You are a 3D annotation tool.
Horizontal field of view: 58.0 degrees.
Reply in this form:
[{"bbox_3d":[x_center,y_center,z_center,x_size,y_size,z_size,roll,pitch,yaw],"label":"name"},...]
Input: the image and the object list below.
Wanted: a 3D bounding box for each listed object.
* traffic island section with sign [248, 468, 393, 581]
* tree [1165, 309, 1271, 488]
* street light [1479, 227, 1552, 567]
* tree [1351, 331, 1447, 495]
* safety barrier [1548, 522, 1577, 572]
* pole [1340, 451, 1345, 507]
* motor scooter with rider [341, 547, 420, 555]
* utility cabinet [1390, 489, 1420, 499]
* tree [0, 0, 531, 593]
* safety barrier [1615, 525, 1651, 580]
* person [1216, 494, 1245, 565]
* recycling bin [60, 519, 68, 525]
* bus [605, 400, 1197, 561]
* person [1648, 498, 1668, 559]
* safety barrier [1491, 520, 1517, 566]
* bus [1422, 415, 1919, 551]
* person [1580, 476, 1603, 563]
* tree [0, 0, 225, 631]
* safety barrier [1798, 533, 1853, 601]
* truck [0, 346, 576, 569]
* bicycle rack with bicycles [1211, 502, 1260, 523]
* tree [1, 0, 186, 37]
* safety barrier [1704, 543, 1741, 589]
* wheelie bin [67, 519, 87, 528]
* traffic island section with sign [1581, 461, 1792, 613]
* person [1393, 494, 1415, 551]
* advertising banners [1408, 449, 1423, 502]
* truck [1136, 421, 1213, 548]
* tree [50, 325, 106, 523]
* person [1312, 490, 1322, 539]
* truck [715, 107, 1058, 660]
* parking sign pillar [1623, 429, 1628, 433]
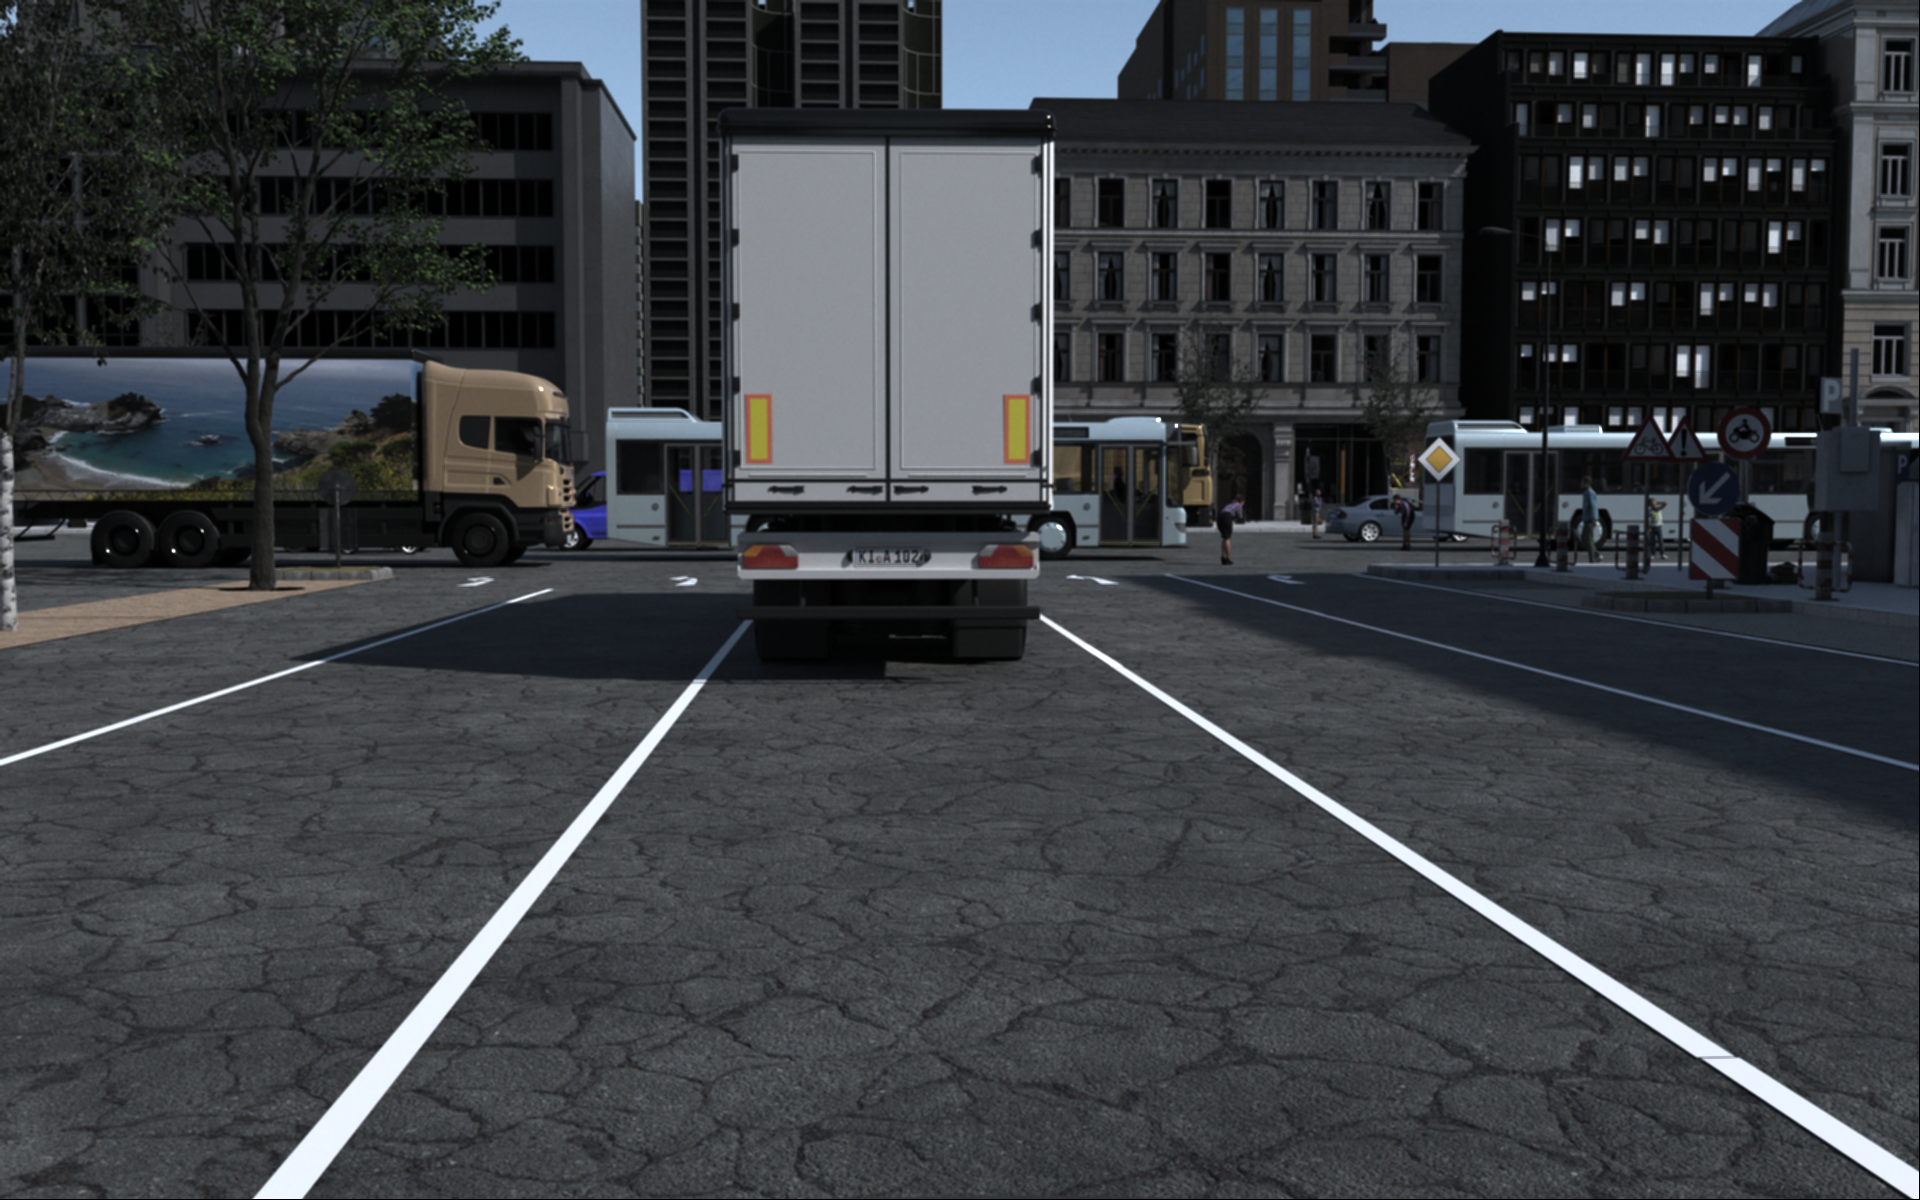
[{"bbox_3d":[-10.768,-1.304,29.462,2.006,1.907,1.989,0,4,-4],"label":"traffic island section with sign"},{"bbox_3d":[9.944,-7.240,68.740,4.360,8.622,3.978,0,3,0],"label":"tree"},{"bbox_3d":[9.739,-3.537,30.365,1.470,5.913,1.316,0,4,-4],"label":"street light"},{"bbox_3d":[19.351,-7.775,77.486,4.360,8.622,3.978,0,3,0],"label":"tree"},{"bbox_3d":[9.926,-0.873,28.545,0.300,0.817,1.120,0,4,-4],"label":"safety barrier"},{"bbox_3d":[18.013,-5.367,81.599,0.158,3.312,0.155,0,3,0],"label":"pole"},{"bbox_3d":[-13.679,-1.956,40.947,1.986,1.779,0.876,0,4,-3],"label":"motor scooter with rider"},{"bbox_3d":[18.887,-3.967,73.531,1.173,1.500,0.318,0,4,-1],"label":"utility cabinet"},{"bbox_3d":[-10.203,-5.930,25.169,9.928,11.665,9.643,0,3,0],"label":"tree"},{"bbox_3d":[10.087,-0.716,25.974,0.300,0.817,1.120,0,4,-4],"label":"safety barrier"},{"bbox_3d":[5.482,-1.428,35.075,0.697,1.427,0.421,-3,4,-37],"label":"person"},{"bbox_3d":[-36.921,-3.619,71.717,0.722,1.027,0.722,1,4,22],"label":"recycling bin"},{"bbox_3d":[-0.919,-2.643,38.078,13.247,3.499,2.948,0,4,-3],"label":"bus"},{"bbox_3d":[15.386,-1.579,38.221,0.435,1.345,0.340,0,4,7],"label":"person"},{"bbox_3d":[9.768,-1.030,31.114,0.300,0.817,1.120,0,4,-4],"label":"safety barrier"},{"bbox_3d":[18.793,-3.031,44.422,13.247,3.499,2.948,0,4,-3],"label":"bus"},{"bbox_3d":[12.328,-1.528,33.819,0.444,1.785,0.601,2,4,30],"label":"person"},{"bbox_3d":[-9.946,-3.989,18.033,4.360,8.622,3.978,0,3,0],"label":"tree"},{"bbox_3d":[10.404,-0.402,20.841,0.300,0.817,1.120,0,4,-4],"label":"safety barrier"},{"bbox_3d":[-12.770,-2.775,34.288,11.283,4.237,2.839,0,4,-4],"label":"truck"},{"bbox_3d":[12.114,-3.997,78.738,2.852,0.926,2.925,0,4,-8],"label":"bicycle rack with bicycles"},{"bbox_3d":[-9.580,-5.876,8.905,12.009,13.543,11.850,0,3,0],"label":"tree"},{"bbox_3d":[10.247,-0.559,23.408,0.300,0.817,1.120,0,4,-4],"label":"safety barrier"},{"bbox_3d":[-33.427,-3.522,65.487,0.980,1.594,0.693,-1,4,-23],"label":"wheelie bin"},{"bbox_3d":[8.932,-0.796,21.641,1.989,1.847,2.006,0,4,-4],"label":"traffic island section with sign"},{"bbox_3d":[11.164,-1.950,43.613,0.697,1.427,0.421,-2,4,-35],"label":"person"},{"bbox_3d":[18.123,-4.373,67.687,2.074,3.025,0.090,-3,4,-39],"label":"advertising banners"},{"bbox_3d":[2.663,-3.097,46.557,9.791,3.379,3.469,0,4,-4],"label":"truck"},{"bbox_3d":[-38.063,-7.595,74.534,4.737,8.622,4.395,0,3,0],"label":"tree"},{"bbox_3d":[11.500,-2.762,55.715,0.319,1.574,0.516,2,4,24],"label":"person"},{"bbox_3d":[-0.703,-1.793,18.233,2.839,4.237,11.283,0,4,-2],"label":"truck"},{"bbox_3d":[27.870,-5.102,71.887,1.447,3.967,1.447,3,4,36],"label":"parking sign pillar"}]
